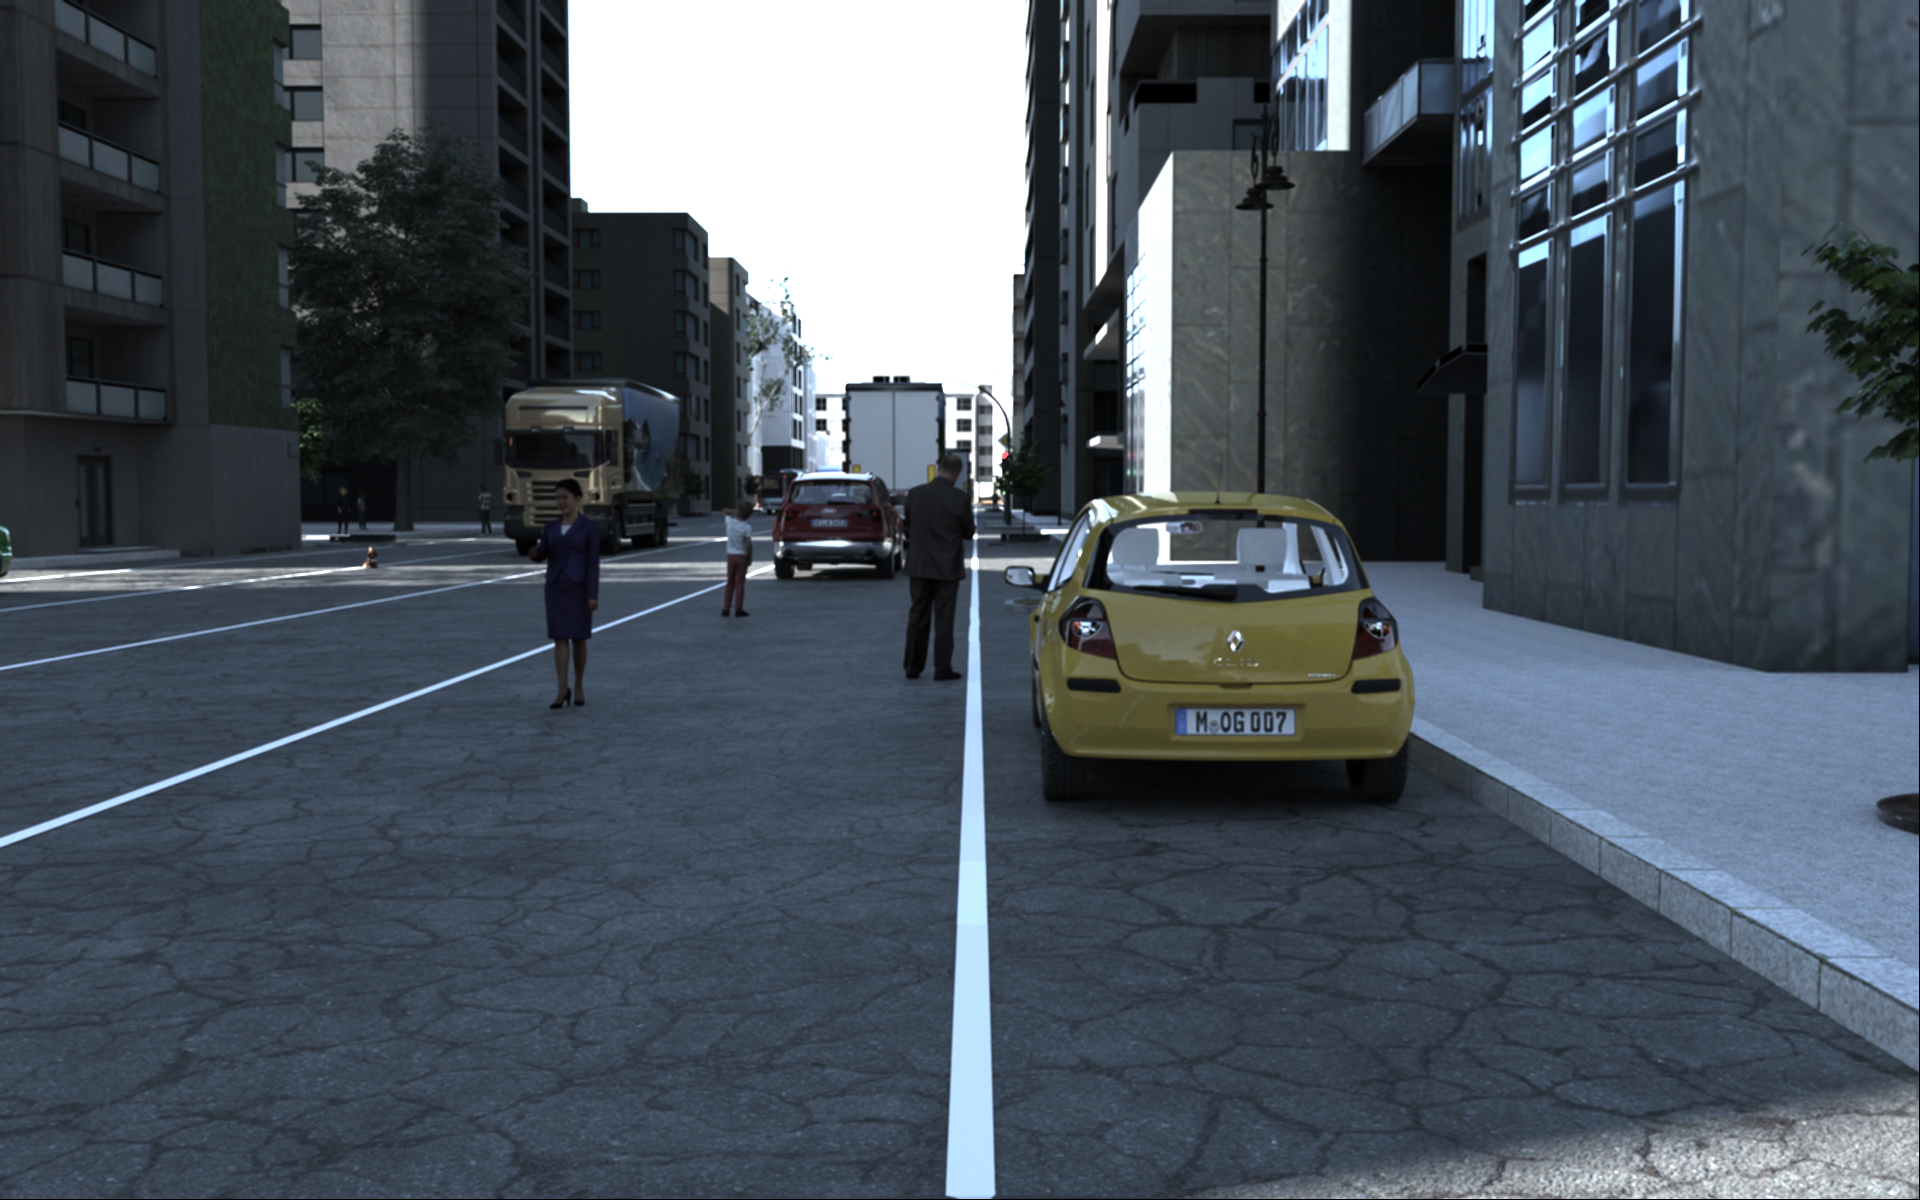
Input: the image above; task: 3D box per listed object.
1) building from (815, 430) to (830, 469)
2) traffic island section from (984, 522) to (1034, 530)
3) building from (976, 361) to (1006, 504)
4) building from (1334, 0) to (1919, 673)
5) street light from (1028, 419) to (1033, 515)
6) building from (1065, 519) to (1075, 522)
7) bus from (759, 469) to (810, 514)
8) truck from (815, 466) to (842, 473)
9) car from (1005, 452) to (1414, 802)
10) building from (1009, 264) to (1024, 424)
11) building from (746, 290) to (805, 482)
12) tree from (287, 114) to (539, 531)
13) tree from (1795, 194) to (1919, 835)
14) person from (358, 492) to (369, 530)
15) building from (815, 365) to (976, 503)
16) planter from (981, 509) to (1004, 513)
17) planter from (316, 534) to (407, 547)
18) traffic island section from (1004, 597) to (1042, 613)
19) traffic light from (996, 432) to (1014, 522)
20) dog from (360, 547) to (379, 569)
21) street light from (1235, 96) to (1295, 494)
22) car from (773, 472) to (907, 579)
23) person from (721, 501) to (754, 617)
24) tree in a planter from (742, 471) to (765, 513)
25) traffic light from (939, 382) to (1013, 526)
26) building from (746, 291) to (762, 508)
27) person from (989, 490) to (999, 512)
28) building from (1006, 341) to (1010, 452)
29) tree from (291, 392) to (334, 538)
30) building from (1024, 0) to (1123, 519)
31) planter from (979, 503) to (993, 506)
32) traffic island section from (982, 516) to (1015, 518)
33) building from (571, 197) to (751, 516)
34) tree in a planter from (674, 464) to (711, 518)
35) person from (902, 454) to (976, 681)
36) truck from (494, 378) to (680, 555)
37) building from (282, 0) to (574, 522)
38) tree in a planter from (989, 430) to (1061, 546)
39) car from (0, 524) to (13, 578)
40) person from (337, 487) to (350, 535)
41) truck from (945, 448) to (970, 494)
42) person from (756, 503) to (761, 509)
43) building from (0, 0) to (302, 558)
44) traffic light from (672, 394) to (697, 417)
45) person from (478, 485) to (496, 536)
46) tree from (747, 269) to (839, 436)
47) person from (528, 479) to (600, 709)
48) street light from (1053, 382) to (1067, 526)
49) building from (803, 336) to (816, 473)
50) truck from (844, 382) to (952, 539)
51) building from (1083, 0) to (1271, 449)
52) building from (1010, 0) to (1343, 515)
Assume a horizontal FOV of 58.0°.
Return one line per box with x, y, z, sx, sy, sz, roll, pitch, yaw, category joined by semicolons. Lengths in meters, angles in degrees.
-31.340;-17.382;226.349;28.070;9.664;9.099;0;4;1;building
2.000;-2.953;70.561;2.009;0.180;2.903;0;4;1;traffic island section
7.928;-23.768;245.023;11.380;20.091;16.016;0;4;1;building
15.100;-43.579;25.184;22.319;86.520;31.000;0;4;1;building
4.354;-8.097;105.178;0.468;5.910;1.993;0;4;1;street light
15.835;-28.410;88.203;21.600;48.544;21.300;0;4;1;building
-12.544;-8.024;126.046;2.948;3.499;13.247;0;4;0;bus
-12.610;-11.215;173.121;2.967;4.110;18.799;0;4;0;truck
1.252;0.045;9.495;2.015;1.641;3.980;0;4;1;car
18.718;-19.939;169.972;27.936;21.610;32.646;0;4;1;building
-31.842;-20.660;181.766;27.936;21.610;32.646;0;4;1;building
-19.259;-9.346;59.456;9.857;13.997;8.962;0;3;0;tree
4.025;-0.738;6.667;1.663;3.219;1.824;0;3;0;tree
-21.325;-3.176;61.880;0.340;1.345;0.435;-1;4;-13;person
-13.498;-23.212;245.966;31.486;18.905;16.747;0;4;1;building
2.542;-6.683;130.406;1.991;0.319;1.994;0;4;1;planter
-16.418;-1.631;47.804;1.991;0.319;1.994;0;4;1;planter
1.547;0.074;21.660;1.991;0.108;1.994;0;4;1;traffic island section
2.033;-5.475;78.432;0.839;4.253;0.868;0;4;1;traffic light
-11.454;-0.811;33.458;0.550;0.427;0.748;1;4;23;dog
3.619;-2.932;20.719;0.468;5.910;1.993;0;4;1;street light
-2.107;-1.361;30.919;2.281;1.827;5.304;0;4;1;car
-2.619;-0.483;20.314;0.435;1.345;0.340;0;4;7;person
-15.686;-8.134;130.212;1.991;3.239;1.994;0;4;1;tree in a planter
-0.133;-5.851;70.325;4.771;5.953;1.251;0;4;1;traffic light
-26.370;-18.551;159.728;16.016;20.091;11.380;0;4;1;building
2.676;-7.821;136.905;0.617;1.759;0.750;3;5;39;person
13.993;-20.529;202.106;16.747;18.905;31.486;0;4;1;building
-19.831;-4.074;50.325;4.285;4.588;4.351;0;3;0;tree
15.040;-29.758;110.250;21.300;48.544;21.600;0;4;1;building
3.245;-11.396;207.463;1.991;0.319;1.994;0;4;1;planter
2.293;-4.914;103.210;1.991;0.108;1.994;0;4;1;traffic island section
-30.340;-16.870;120.863;27.650;21.520;28.899;0;4;1;building
-15.920;-6.486;103.269;1.991;3.239;1.994;0;4;1;tree in a planter
-0.166;-0.262;13.466;0.565;1.739;0.600;0;4;-6;person
-9.254;-3.383;44.221;2.839;4.237;11.283;0;3;0;truck
-28.743;-39.657;86.637;20.563;71.187;20.611;0;4;1;building
1.798;-3.137;48.507;1.991;3.239;1.994;0;4;1;tree in a planter
-14.376;-0.846;22.628;1.959;1.807;4.718;0;4;1;car
-19.506;-2.819;54.680;0.613;1.512;0.480;2;4;33;person
-0.686;-7.522;111.892;2.839;4.237;11.283;0;4;0;truck
-17.651;-8.242;151.269;0.357;0.543;0.381;3;4;36;person
-24.062;-21.593;36.643;14.154;41.232;14.086;0;4;1;building
-14.336;-6.357;78.599;4.771;5.953;1.251;0;4;1;traffic light
-16.199;-3.048;59.054;0.376;1.734;0.841;2;4;31;person
-16.778;-17.673;144.847;12.611;20.169;13.585;0;3;0;tree
-2.635;-0.043;11.581;0.453;1.535;0.546;-1;4;-11;person
4.036;-5.950;70.065;0.468;5.910;1.993;0;4;1;street light
-25.334;-21.247;203.810;16.016;20.091;11.380;0;4;1;building
-1.659;-3.682;49.111;2.839;4.237;11.283;0;3;0;truck
18.212;-28.510;55.380;28.713;52.752;27.495;0;4;1;building
15.404;-50.323;135.456;22.319;86.520;31.000;0;4;1;building
